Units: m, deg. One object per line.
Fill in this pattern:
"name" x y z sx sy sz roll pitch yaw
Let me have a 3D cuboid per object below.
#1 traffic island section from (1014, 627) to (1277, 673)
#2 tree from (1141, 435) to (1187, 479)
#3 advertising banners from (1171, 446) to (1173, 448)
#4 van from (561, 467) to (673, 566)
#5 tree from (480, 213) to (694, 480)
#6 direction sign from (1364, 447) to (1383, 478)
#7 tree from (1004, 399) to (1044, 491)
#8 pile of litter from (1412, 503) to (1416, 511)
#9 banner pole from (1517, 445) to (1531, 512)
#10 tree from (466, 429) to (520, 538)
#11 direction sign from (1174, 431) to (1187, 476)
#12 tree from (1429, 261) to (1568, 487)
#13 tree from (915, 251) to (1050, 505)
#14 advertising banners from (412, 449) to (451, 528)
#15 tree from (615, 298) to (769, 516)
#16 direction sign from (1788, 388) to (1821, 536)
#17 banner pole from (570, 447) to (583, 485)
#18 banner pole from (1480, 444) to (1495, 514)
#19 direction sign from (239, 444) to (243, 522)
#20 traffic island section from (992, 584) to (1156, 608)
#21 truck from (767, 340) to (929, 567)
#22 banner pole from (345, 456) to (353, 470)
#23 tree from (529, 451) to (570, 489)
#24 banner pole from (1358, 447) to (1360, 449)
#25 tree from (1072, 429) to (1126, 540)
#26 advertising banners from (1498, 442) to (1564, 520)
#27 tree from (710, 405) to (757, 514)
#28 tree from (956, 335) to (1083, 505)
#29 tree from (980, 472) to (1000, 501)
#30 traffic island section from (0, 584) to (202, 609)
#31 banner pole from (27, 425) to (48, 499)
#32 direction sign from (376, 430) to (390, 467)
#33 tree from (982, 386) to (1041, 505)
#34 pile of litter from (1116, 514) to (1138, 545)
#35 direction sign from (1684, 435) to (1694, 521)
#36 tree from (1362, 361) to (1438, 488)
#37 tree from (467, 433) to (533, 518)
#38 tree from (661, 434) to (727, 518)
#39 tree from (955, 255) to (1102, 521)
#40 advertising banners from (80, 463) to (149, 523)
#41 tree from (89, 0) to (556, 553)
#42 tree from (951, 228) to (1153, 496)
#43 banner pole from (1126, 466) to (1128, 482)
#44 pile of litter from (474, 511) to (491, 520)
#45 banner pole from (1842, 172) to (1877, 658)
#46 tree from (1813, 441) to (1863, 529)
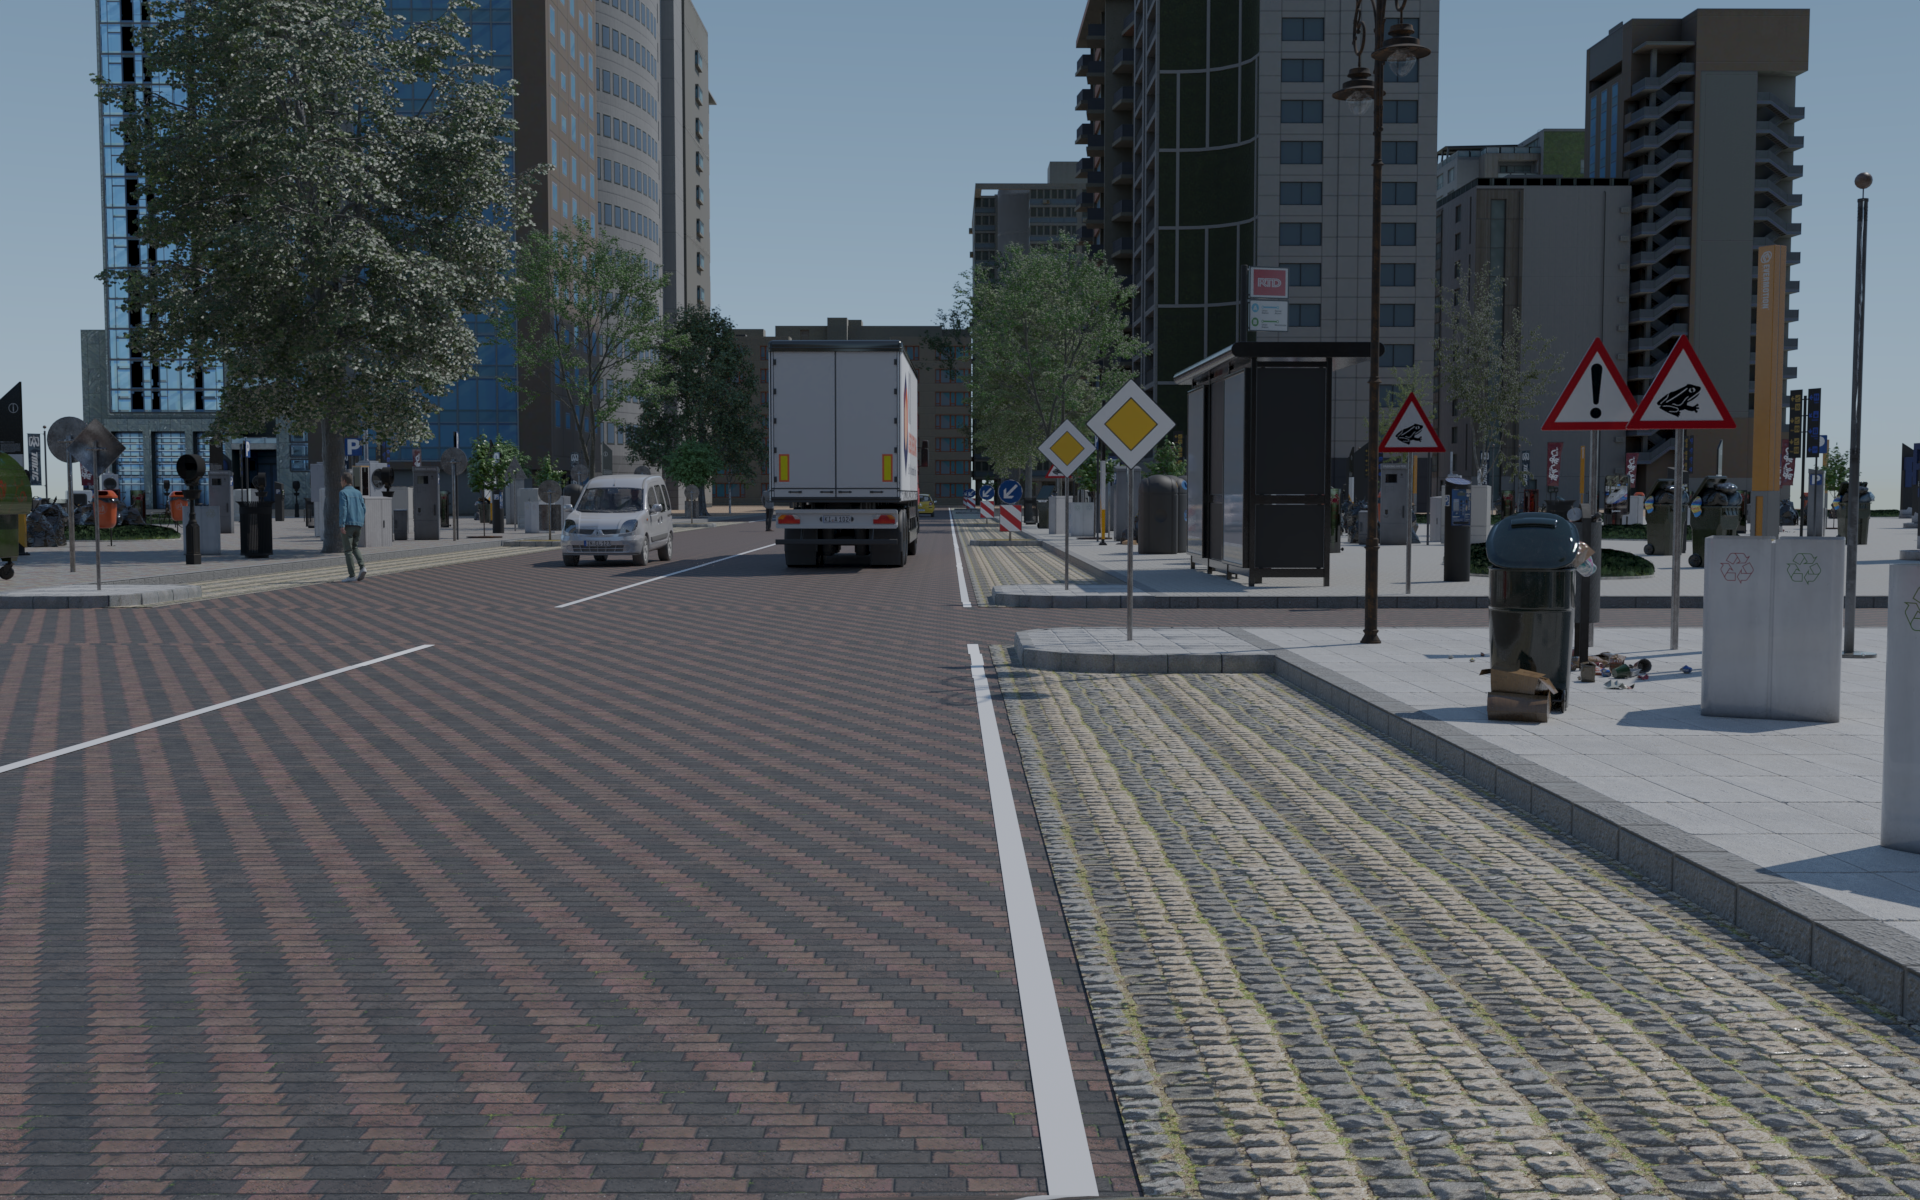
"traffic island section" 1.507 0.434 15.188 2.009 0.180 2.903 0 4 0
"tree" 6.493 -3.716 55.362 1.663 3.219 1.824 0 3 0
"advertising banners" 7.276 -4.099 63.205 2.074 3.025 0.090 -2 4 -34
"van" -7.059 -1.765 35.863 2.013 2.044 4.112 0 4 1
"tree" -14.181 -8.561 65.721 9.928 11.665 9.643 0 3 0
"direction sign" 19.783 -5.556 82.842 0.876 3.537 0.379 2 4 27
"tree" 4.186 -10.458 121.358 4.360 8.622 3.978 0 3 0
"pile of litter" 22.824 -4.514 87.775 1.719 0.858 1.176 3 4 37
"banner pole" 28.481 -5.973 87.677 0.401 3.779 0.863 -3 5 -39
"tree" -13.934 -3.415 50.437 1.663 3.219 1.824 0 3 0
"direction sign" 8.116 -4.302 62.341 0.876 3.537 0.379 0 4 -2
"tree" 16.556 -6.371 54.528 4.360 8.622 3.978 0 3 0
"tree" 2.547 -17.261 138.102 12.611 20.169 13.585 0 3 0
"advertising banners" -20.330 -4.305 66.578 2.074 3.025 0.090 2 4 32
"tree" -15.275 -11.284 101.509 9.611 12.733 9.660 0 3 0
"direction sign" 18.197 -2.776 37.378 0.379 3.537 0.876 -1 4 -16
"banner pole" -20.013 -6.161 90.745 0.863 3.779 0.401 -2 4 -34
"banner pole" 26.510 -5.930 86.977 0.863 3.779 0.401 1 4 19
"direction sign" -32.465 -5.278 78.293 0.379 3.537 0.876 -2 4 -28
"traffic island section" 1.447 -0.055 23.173 2.009 0.180 2.903 0 4 0
"truck" -2.215 -2.951 37.171 2.839 4.237 11.283 0 4 1
"banner pole" -31.833 -6.120 90.077 0.863 3.779 0.401 -2 4 -23
"tree" -18.297 -5.037 76.961 1.663 3.219 1.824 0 3 0
"banner pole" 21.523 -6.281 92.705 0.863 3.779 0.401 -2 4 -25
"tree" 3.725 -3.338 49.176 1.663 3.219 1.824 0 3 0
"advertising banners" 19.282 -3.813 58.527 2.074 3.025 0.090 2 4 27
"tree" -15.108 -9.978 113.508 4.737 8.622 4.395 0 3 0
"tree" 3.352 -9.719 93.313 7.601 10.594 8.767 0 4 -2
"tree" 2.407 -9.527 150.365 1.663 3.219 1.824 0 3 0
"traffic island section" -11.494 -0.049 23.080 2.009 0.180 2.903 0 4 0
"banner pole" -33.452 -4.461 62.954 0.401 3.779 0.863 3 4 36
"direction sign" -19.855 -4.130 59.515 0.379 3.537 0.876 -3 4 -37
"tree" 3.384 -9.691 108.809 4.737 8.622 4.395 0 3 0
"pile of litter" 4.785 -1.843 44.095 1.719 0.858 1.176 0 4 -3
"direction sign" 28.172 -4.589 67.019 0.379 3.537 0.876 0 4 3
"tree" 24.549 -8.910 96.048 4.737 8.622 4.395 0 3 0
"tree" -24.760 -6.688 93.059 4.285 4.588 4.351 0 3 0
"tree" -14.140 -6.654 92.514 4.285 4.588 4.351 0 3 0
"tree" 3.480 -10.035 82.194 7.486 12.596 7.792 0 3 0
"advertising banners" -27.236 -3.639 55.681 2.074 3.025 0.090 -2 4 -32
"tree" -13.612 -8.000 37.454 9.857 13.997 8.962 0 3 0
"tree" 3.809 -8.782 69.343 9.928 11.665 9.643 0 3 0
"banner pole" 4.493 -3.417 45.884 0.401 3.779 0.863 1 4 18
"pile of litter" -23.090 -4.326 84.699 1.176 0.858 1.719 2 4 30
"banner pole" 6.926 -1.429 13.382 0.401 3.779 0.863 2 4 27
"tree" 32.187 -4.211 63.445 1.663 3.219 1.824 0 3 0
